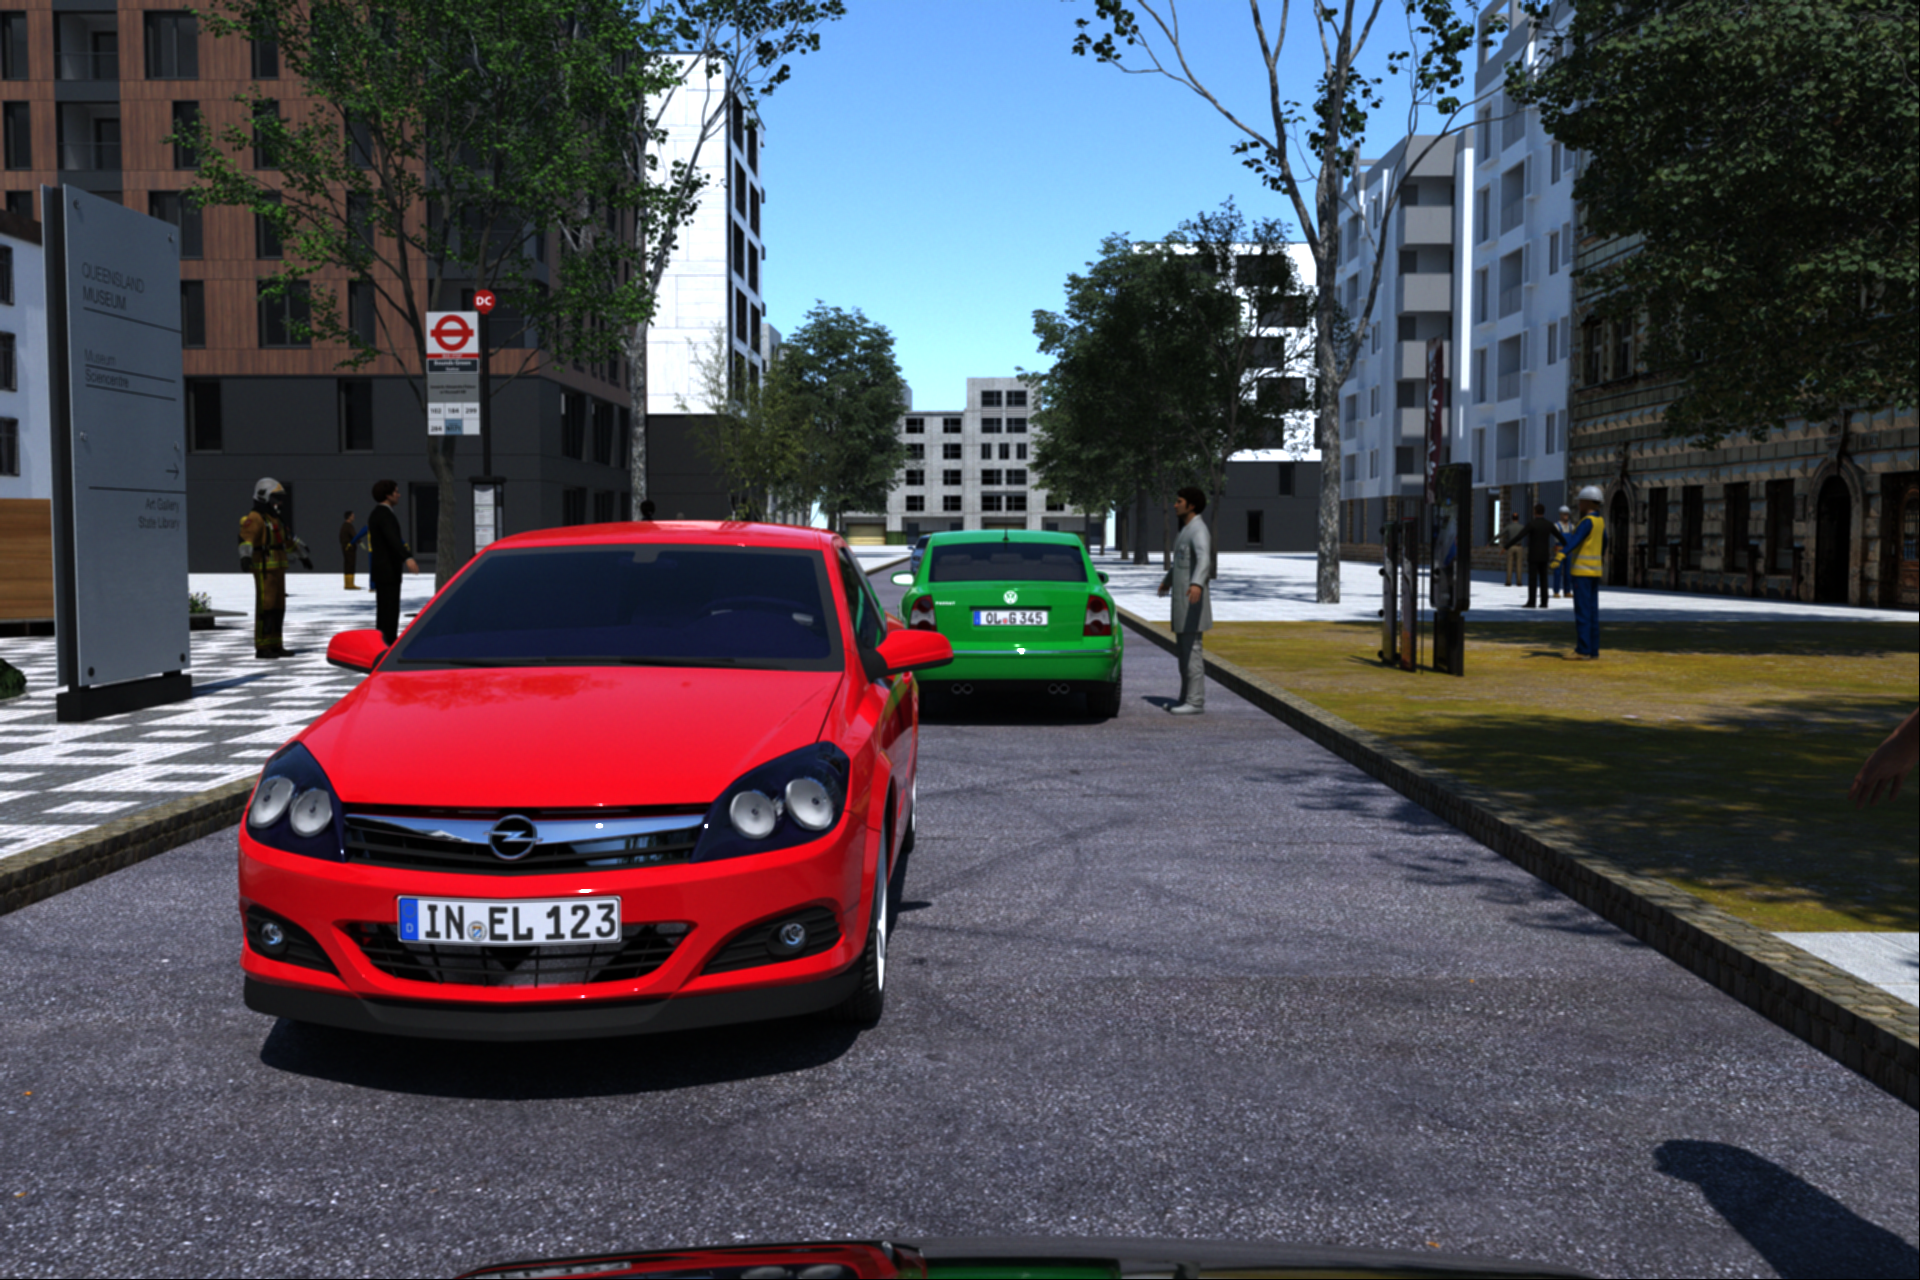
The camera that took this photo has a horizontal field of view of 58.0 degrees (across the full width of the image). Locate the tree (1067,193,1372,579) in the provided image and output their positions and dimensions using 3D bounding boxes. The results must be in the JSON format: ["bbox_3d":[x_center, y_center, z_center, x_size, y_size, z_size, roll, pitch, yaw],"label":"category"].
[{"bbox_3d":[7.071,-6.980,48.530,8.767,10.594,7.601,1,4,10],"label":"tree"}]

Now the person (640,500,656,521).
[{"bbox_3d":[-4.260,-1.029,23.547,1.216,1.740,0.721,-1,4,-19],"label":"person"}]

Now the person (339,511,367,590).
[{"bbox_3d":[-14.061,-2.070,39.983,0.704,1.812,1.346,-3,5,-40],"label":"person"}]

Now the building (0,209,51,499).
[{"bbox_3d":[-25.506,-5.597,33.651,9.099,9.664,28.070,0,3,0],"label":"building"}]

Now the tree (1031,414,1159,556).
[{"bbox_3d":[8.321,-10.201,101.202,8.767,10.594,7.601,0,4,0],"label":"tree"}]

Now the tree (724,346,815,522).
[{"bbox_3d":[-7.811,-7.237,68.692,4.737,8.622,4.395,0,3,0],"label":"tree"}]

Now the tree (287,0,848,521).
[{"bbox_3d":[-9.444,-11.460,43.263,12.611,20.169,13.585,0,3,0],"label":"tree"}]

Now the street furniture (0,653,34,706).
[{"bbox_3d":[-10.443,0.268,11.247,5.734,0.657,10.072,1,4,14],"label":"street furniture"}]

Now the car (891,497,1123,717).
[{"bbox_3d":[0.361,-0.376,14.942,1.959,1.807,4.718,0,4,0],"label":"car"}]

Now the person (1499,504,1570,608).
[{"bbox_3d":[10.012,-1.456,30.028,1.346,1.802,0.704,-1,4,-13],"label":"person"}]

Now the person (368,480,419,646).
[{"bbox_3d":[-5.542,-0.652,16.853,0.705,1.806,1.347,-2,4,-31],"label":"person"}]

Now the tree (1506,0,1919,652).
[{"bbox_3d":[10.576,-6.818,18.126,9.857,13.997,8.962,0,3,0],"label":"tree"}]

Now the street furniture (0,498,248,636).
[{"bbox_3d":[-13.807,-1.070,24.346,9.812,1.723,11.010,-3,5,-42],"label":"street furniture"}]

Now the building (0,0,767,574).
[{"bbox_3d":[-23.890,-13.927,71.687,27.936,21.610,32.646,0,4,1],"label":"building"}]

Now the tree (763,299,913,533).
[{"bbox_3d":[-7.010,-11.562,95.690,9.857,13.997,8.962,0,3,0],"label":"tree"}]

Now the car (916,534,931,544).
[{"bbox_3d":[-1.199,-4.796,88.635,2.015,1.641,3.980,0,4,1],"label":"car"}]

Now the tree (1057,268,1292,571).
[{"bbox_3d":[7.292,-7.678,59.952,8.767,10.594,7.601,1,4,14],"label":"tree"}]

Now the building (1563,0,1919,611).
[{"bbox_3d":[25.104,-12.539,35.935,19.493,23.208,18.063,0,4,1],"label":"building"}]

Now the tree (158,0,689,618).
[{"bbox_3d":[-7.952,-6.158,26.439,9.928,11.665,9.643,0,3,0],"label":"tree"}]

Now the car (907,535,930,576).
[{"bbox_3d":[-0.735,-2.809,57.930,2.014,1.417,4.499,0,4,0],"label":"car"}]

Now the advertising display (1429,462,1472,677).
[{"bbox_3d":[4.519,-0.659,15.982,0.123,1.923,0.974,0,4,1],"label":"advertising display"}]

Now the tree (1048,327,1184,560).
[{"bbox_3d":[8.030,-9.722,84.712,9.928,11.665,9.643,0,3,0],"label":"tree"}]

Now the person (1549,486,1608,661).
[{"bbox_3d":[6.334,-0.688,17.718,0.721,1.772,1.216,3,5,41],"label":"person"}]

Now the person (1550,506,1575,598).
[{"bbox_3d":[12.135,-1.770,34.804,1.347,1.847,0.705,-1,4,-10],"label":"person"}]

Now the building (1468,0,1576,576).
[{"bbox_3d":[23.488,-12.497,60.744,16.016,20.090,11.380,0,4,1],"label":"building"}]

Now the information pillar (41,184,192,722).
[{"bbox_3d":[-6.060,-1.297,12.520,0.184,3.620,1.656,0,4,1],"label":"information pillar"}]

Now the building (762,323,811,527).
[{"bbox_3d":[-23.988,-18.027,161.205,16.747,18.905,31.486,0,4,1],"label":"building"}]

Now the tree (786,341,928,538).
[{"bbox_3d":[-7.673,-12.219,110.149,12.009,13.543,11.850,0,3,0],"label":"tree"}]

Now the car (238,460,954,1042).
[{"bbox_3d":[-1.095,0.159,6.435,2.155,1.783,4.494,0,4,0],"label":"car"}]

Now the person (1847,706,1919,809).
[{"bbox_3d":[1.817,0.359,2.710,0.704,1.817,1.347,0,4,2],"label":"person"}]

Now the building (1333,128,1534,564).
[{"bbox_3d":[23.618,-13.976,84.922,16.016,20.090,11.380,0,4,0],"label":"building"}]

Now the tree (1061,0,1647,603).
[{"bbox_3d":[5.856,-10.678,30.468,12.611,20.169,13.585,0,3,0],"label":"tree"}]

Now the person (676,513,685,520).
[{"bbox_3d":[-7.016,-2.283,43.462,1.348,1.813,0.705,-1,4,-20],"label":"person"}]

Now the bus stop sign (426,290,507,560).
[{"bbox_3d":[-5.409,-1.854,19.021,0.855,3.939,0.416,0,4,2],"label":"bus stop sign"}]

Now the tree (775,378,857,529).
[{"bbox_3d":[-7.245,-8.067,82.255,4.360,8.622,3.978,0,3,0],"label":"tree"}]

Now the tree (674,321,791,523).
[{"bbox_3d":[-7.767,-6.700,59.901,4.360,8.622,3.978,0,3,0],"label":"tree"}]

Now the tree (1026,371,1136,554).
[{"bbox_3d":[8.014,-11.726,109.853,7.486,12.596,7.792,0,3,0],"label":"tree"}]

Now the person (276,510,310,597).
[{"bbox_3d":[-13.938,-1.803,35.255,1.354,1.856,0.705,0,4,1],"label":"person"}]

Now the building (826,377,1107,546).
[{"bbox_3d":[1.120,-20.389,202.268,31.486,18.905,16.747,0,4,3],"label":"building"}]

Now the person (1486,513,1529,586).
[{"bbox_3d":[13.606,-2.216,42.502,1.348,1.796,0.705,1,4,14],"label":"person"}]

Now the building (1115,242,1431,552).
[{"bbox_3d":[26.100,-17.964,137.679,27.936,21.610,32.646,0,4,0],"label":"building"}]

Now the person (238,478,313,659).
[{"bbox_3d":[-7.111,-0.742,17.897,0.705,1.858,1.354,0,4,6],"label":"person"}]

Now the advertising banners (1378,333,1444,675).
[{"bbox_3d":[4.213,-1.225,16.220,0.090,3.025,2.074,0,4,1],"label":"advertising banners"}]

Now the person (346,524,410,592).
[{"bbox_3d":[-12.871,-1.977,38.299,1.349,1.833,0.705,-1,4,-16],"label":"person"}]

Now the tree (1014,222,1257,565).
[{"bbox_3d":[7.345,-10.041,70.829,9.857,13.997,8.962,0,3,0],"label":"tree"}]

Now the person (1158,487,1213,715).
[{"bbox_3d":[1.817,-0.322,13.902,0.705,1.806,1.347,0,4,-4],"label":"person"}]
